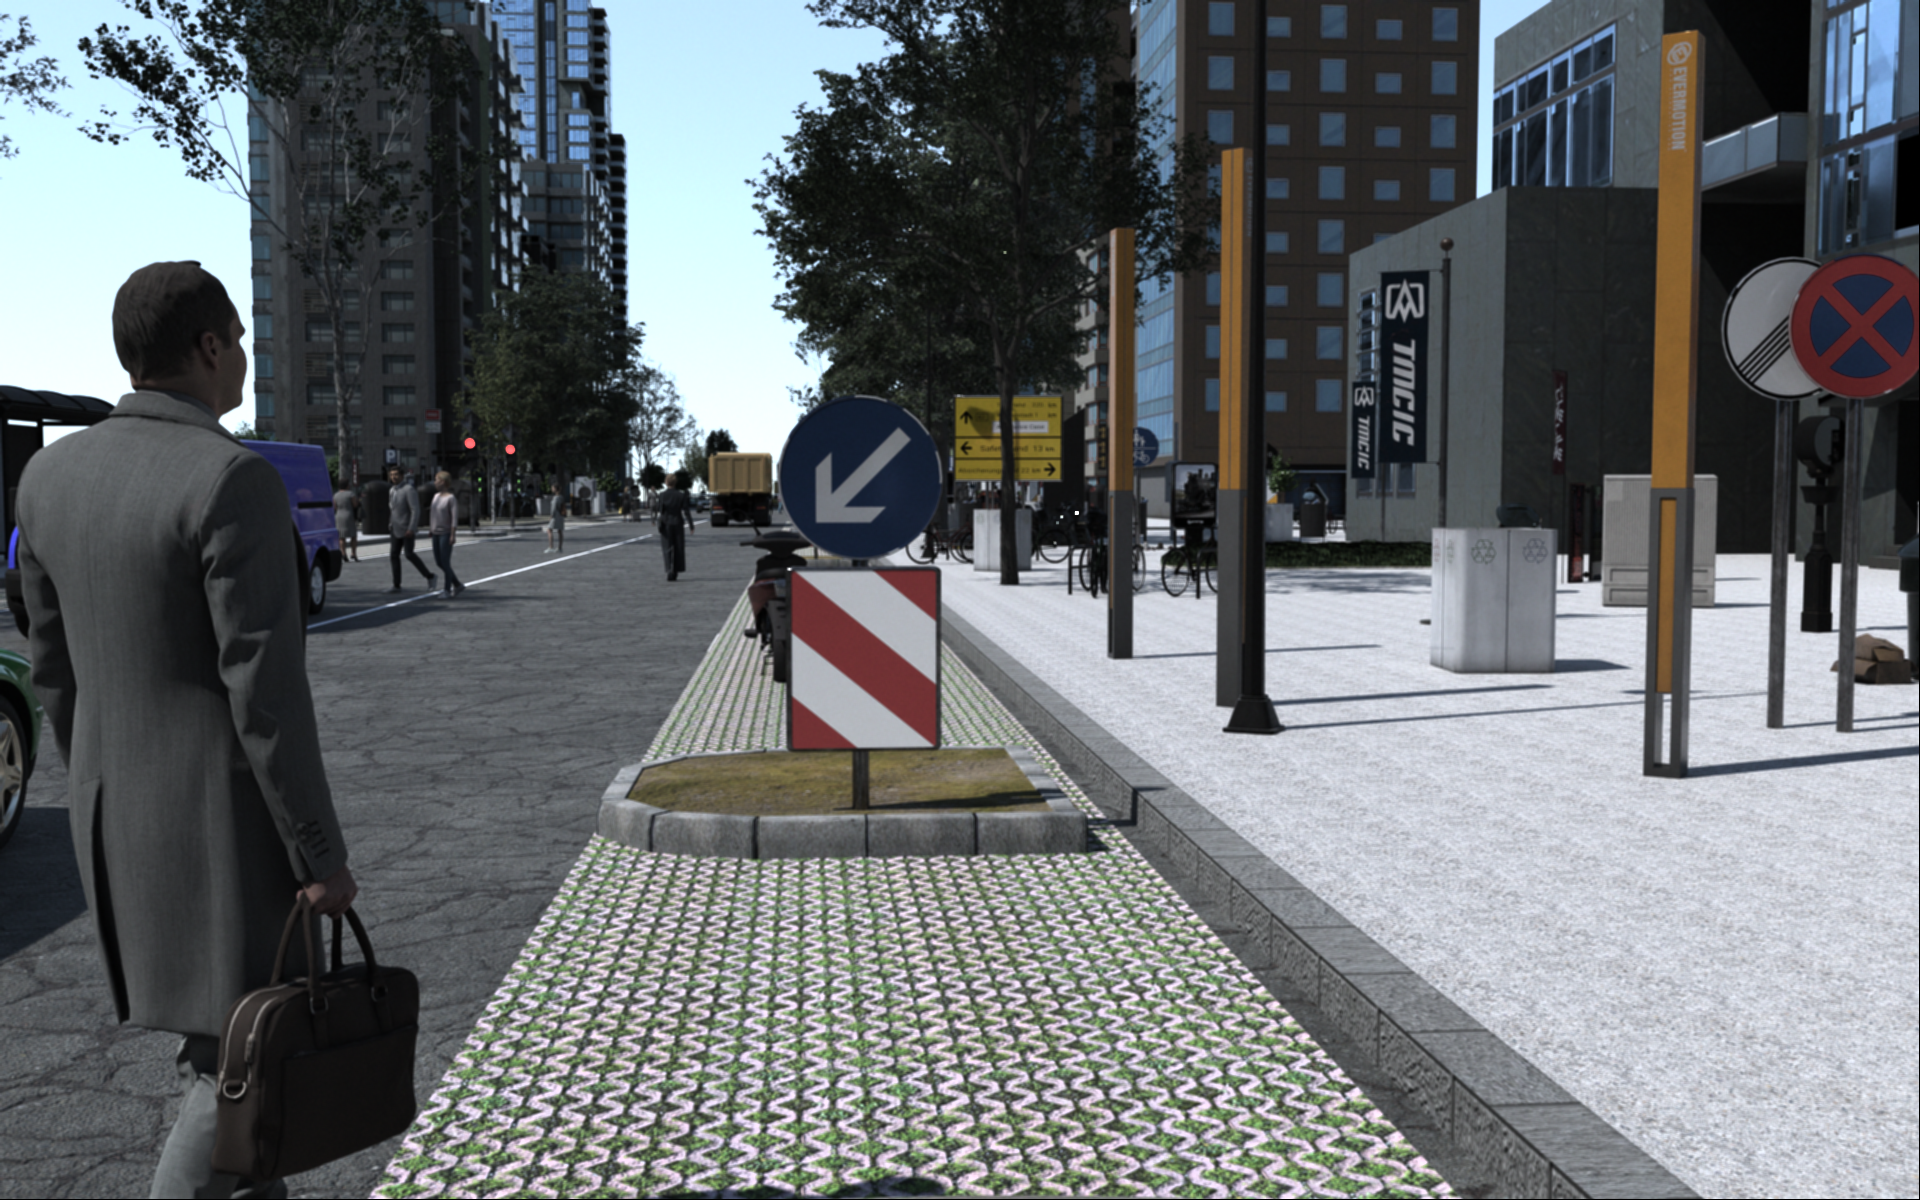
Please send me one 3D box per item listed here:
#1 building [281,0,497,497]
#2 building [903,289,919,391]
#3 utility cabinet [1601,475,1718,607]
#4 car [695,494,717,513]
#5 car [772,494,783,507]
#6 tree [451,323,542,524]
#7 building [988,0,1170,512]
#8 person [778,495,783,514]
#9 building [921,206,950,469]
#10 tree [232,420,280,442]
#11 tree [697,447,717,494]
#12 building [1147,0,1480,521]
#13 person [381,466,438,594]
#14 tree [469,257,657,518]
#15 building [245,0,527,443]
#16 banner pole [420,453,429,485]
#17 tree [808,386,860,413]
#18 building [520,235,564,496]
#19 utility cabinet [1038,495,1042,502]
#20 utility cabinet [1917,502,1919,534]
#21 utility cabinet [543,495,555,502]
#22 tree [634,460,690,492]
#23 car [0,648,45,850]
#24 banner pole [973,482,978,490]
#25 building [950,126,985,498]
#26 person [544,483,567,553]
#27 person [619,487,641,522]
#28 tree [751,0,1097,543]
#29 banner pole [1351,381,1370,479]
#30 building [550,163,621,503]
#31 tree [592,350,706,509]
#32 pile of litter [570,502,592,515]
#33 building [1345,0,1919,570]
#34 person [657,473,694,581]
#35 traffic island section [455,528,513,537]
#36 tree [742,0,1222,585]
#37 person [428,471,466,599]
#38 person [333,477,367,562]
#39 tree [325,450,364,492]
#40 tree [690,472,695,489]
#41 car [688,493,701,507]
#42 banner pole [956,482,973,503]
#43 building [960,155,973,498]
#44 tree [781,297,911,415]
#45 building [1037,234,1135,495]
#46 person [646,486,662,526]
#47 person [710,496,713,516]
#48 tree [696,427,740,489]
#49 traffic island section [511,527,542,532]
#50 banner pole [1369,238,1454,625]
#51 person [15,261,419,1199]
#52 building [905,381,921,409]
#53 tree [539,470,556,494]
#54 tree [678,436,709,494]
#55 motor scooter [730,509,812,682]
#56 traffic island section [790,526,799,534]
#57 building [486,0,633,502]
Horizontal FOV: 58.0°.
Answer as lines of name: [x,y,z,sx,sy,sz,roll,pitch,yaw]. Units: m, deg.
building: [-47.715,-28.282,146.002,14.154,41.232,14.086,0,4,-5]
building: [-2.864,-37.419,295.399,14.154,41.232,14.086,0,4,-5]
utility cabinet: [7.925,-0.671,19.651,1.173,1.500,0.318,1,4,16]
car: [-18.977,-7.405,130.853,2.009,1.686,4.222,0,4,-5]
car: [-18.243,-9.927,172.525,2.015,1.641,3.980,0,4,-5]
tree: [-20.171,-7.612,74.813,4.737,8.622,4.395,0,3,0]
building: [9.830,-30.914,155.559,14.600,45.320,14.200,0,4,-5]
person: [-13.116,-7.160,126.405,0.643,1.720,0.563,-3,4,-37]
building: [1.721,-36.758,251.108,14.600,45.320,14.200,0,4,-5]
tree: [-31.617,-5.694,76.813,4.285,4.588,4.351,0,3,0]
tree: [-38.480,-19.215,264.522,4.360,8.622,3.978,0,3,0]
building: [16.959,-26.808,88.415,14.200,45.320,14.600,0,4,-5]
person: [-8.019,-1.027,25.134,0.661,1.843,0.795,3,5,41]
tree: [-21.758,-11.486,94.443,9.857,13.997,8.962,0,3,0]
building: [-54.298,-33.510,167.493,23.786,49.044,30.456,0,4,-5]
banner pole: [-32.294,-7.009,104.618,0.401,3.779,0.863,2,4,28]
tree: [-6.504,-9.222,101.138,4.737,8.622,4.395,0,3,0]
building: [-51.851,-25.655,191.152,14.160,30.474,14.107,0,4,-5]
utility cabinet: [5.090,-5.853,106.854,0.306,1.237,1.020,2,4,33]
utility cabinet: [11.425,-0.517,19.611,0.306,1.237,1.020,-3,5,-41]
utility cabinet: [-26.142,-6.056,110.170,0.306,1.237,1.020,1,4,16]
tree: [-28.610,-10.896,161.859,4.285,4.588,4.351,0,3,0]
car: [-4.550,0.211,5.339,1.959,1.807,4.718,0,4,-5]
banner pole: [0.764,-6.210,91.551,0.401,3.779,0.863,-3,5,-40]
building: [5.745,-31.502,198.655,14.154,41.232,14.086,0,4,-5]
person: [-9.888,-2.018,42.497,0.522,1.701,0.512,0,4,8]
person: [-16.813,-4.855,88.094,0.699,1.804,1.509,-2,4,-31]
tree: [-0.593,-8.498,45.593,9.857,13.997,8.962,0,3,0]
banner pole: [8.038,-2.679,33.824,0.863,3.779,0.401,2,4,26]
building: [-62.211,-38.564,250.125,23.786,49.044,30.456,0,4,-5]
tree: [-27.057,-14.595,148.993,12.009,13.543,11.850,0,3,0]
pile of litter: [-22.936,-5.520,104.212,1.719,0.858,1.176,-1,4,-11]
building: [22.963,-43.870,29.954,22.319,86.520,31.000,0,4,-5]
person: [-4.724,-1.207,28.650,0.576,1.772,0.534,-2,4,-34]
traffic island section: [-16.432,-2.208,58.378,2.009,0.180,2.903,0,4,-5]
tree: [0.414,-5.482,24.044,7.601,10.594,8.767,-3,4,-37]
person: [-7.032,-0.891,23.735,0.731,1.740,0.598,2,4,30]
person: [-12.882,-1.704,36.714,0.716,1.782,0.532,1,4,10]
tree: [-46.093,-8.874,128.811,4.285,4.588,4.351,0,3,0]
tree: [-32.406,-13.304,201.240,4.285,4.588,4.351,0,3,0]
car: [-26.419,-10.015,172.534,1.959,1.807,4.718,0,4,-5]
banner pole: [0.005,-4.291,60.169,0.401,3.779,0.863,-1,4,-21]
building: [7.539,-32.654,184.002,14.600,45.320,14.200,0,4,-5]
tree: [-9.893,-18.371,156.258,12.611,20.169,13.585,0,3,0]
building: [21.458,-17.478,130.808,27.650,21.520,28.899,0,4,-5]
person: [-13.913,-4.289,78.740,0.709,1.813,0.853,-3,4,-36]
person: [-15.543,-5.864,108.628,0.306,1.304,0.590,-1,4,-15]
tree: [-40.498,-22.988,292.854,9.611,12.733,9.660,0,3,0]
traffic island section: [-17.147,-2.694,66.331,2.009,0.180,2.903,0,4,-5]
banner pole: [4.539,-1.657,17.104,0.863,3.779,0.401,1,4,21]
person: [-1.236,0.348,2.908,0.694,1.812,0.767,2,4,28]
building: [5.907,-26.312,275.248,27.650,21.520,28.899,0,4,-5]
tree: [-33.064,-8.836,139.065,1.663,3.219,1.824,0,3,0]
tree: [-35.389,-17.336,233.809,4.737,8.622,4.395,0,3,0]
motor scooter: [-1.418,-0.063,13.807,0.815,1.314,1.986,0,4,-6]
traffic island section: [-5.602,-2.757,67.360,2.009,0.180,2.903,0,4,-5]
building: [-64.127,-59.140,279.604,22.319,86.520,31.000,0,4,-5]
